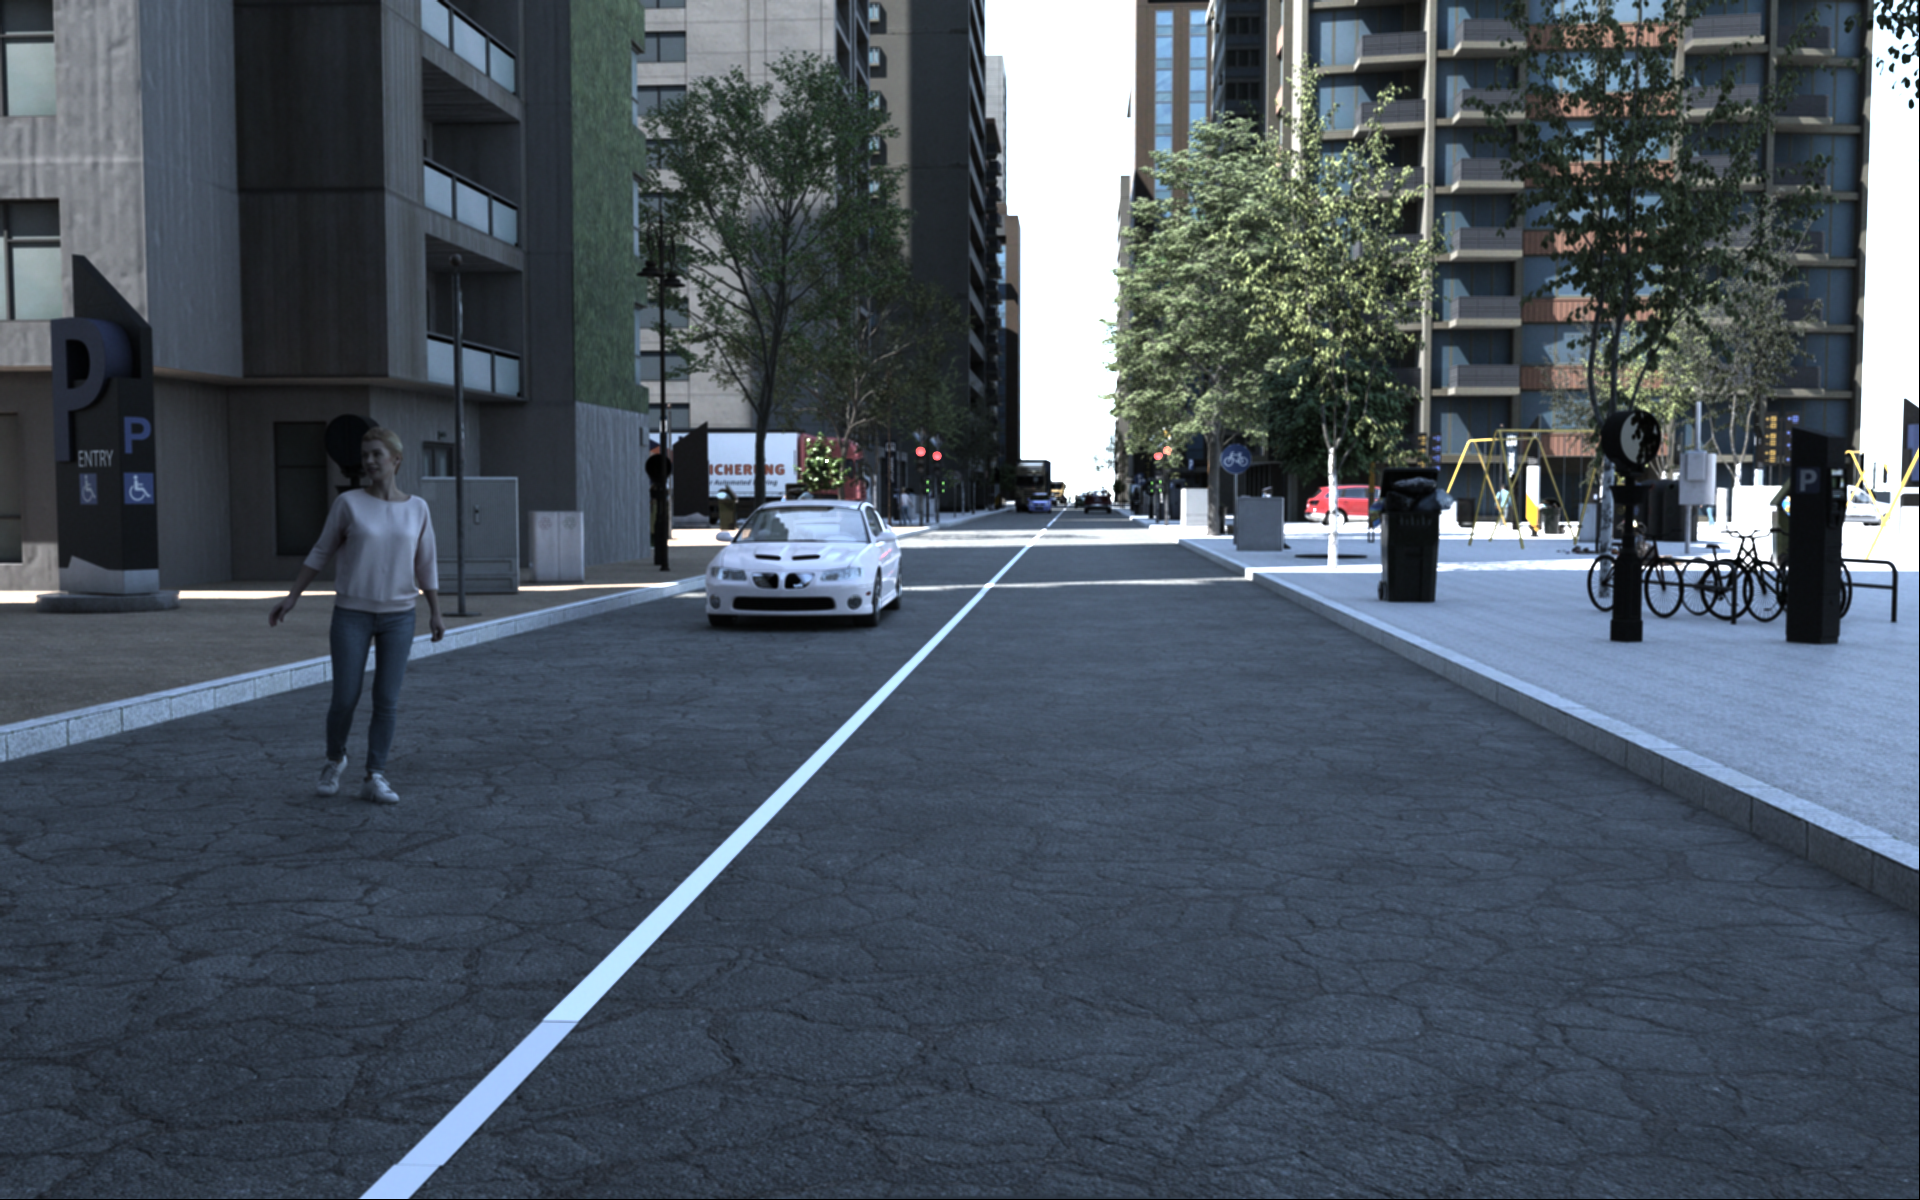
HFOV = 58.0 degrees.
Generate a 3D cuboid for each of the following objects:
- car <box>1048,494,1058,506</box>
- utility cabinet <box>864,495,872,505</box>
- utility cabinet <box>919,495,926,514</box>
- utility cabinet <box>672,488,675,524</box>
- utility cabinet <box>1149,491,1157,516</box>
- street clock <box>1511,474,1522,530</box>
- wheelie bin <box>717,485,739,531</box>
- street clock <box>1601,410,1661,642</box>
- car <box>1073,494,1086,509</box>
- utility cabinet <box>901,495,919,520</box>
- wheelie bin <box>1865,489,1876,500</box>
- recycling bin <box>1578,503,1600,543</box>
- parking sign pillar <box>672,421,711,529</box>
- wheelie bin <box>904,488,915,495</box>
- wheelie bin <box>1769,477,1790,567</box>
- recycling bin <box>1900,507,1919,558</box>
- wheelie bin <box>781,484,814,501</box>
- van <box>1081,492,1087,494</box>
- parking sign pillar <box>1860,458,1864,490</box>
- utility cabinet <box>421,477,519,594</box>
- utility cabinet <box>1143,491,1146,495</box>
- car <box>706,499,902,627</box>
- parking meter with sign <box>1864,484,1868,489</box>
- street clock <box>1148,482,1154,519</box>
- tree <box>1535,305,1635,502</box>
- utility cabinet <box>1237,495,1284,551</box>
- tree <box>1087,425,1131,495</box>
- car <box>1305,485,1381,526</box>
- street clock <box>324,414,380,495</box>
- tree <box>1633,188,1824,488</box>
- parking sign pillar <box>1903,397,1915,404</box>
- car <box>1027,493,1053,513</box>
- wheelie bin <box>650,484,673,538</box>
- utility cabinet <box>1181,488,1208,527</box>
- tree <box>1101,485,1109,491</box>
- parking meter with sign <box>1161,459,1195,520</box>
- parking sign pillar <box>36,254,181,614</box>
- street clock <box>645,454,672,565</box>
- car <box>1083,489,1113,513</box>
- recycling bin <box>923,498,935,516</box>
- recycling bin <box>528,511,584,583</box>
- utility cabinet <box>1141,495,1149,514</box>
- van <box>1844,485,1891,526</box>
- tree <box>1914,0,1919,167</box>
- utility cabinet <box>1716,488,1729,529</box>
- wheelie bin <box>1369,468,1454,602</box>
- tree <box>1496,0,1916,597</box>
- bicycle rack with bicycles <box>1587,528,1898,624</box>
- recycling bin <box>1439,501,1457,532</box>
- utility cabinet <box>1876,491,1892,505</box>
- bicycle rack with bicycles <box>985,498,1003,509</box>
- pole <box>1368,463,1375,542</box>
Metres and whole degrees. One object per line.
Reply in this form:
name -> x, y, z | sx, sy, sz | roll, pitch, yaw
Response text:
car -> 10.534, -11.877, 203.975 | 2.009, 1.686, 4.222 | 0, 4, 2
utility cabinet -> -4.937, -4.663, 87.395 | 1.020, 1.237, 0.306 | -3, 4, -37
utility cabinet -> -2.733, -6.186, 112.298 | 1.020, 1.237, 0.306 | 0, 4, -3
utility cabinet -> -10.925, -3.633, 68.075 | 0.318, 1.500, 1.173 | 1, 4, 18
utility cabinet -> 11.367, -5.685, 101.635 | 0.318, 1.500, 1.173 | 0, 4, -8
street clock -> 19.607, -3.457, 61.095 | 0.358, 2.002, 0.471 | 0, 4, -2
wheelie bin -> -8.180, -3.246, 60.983 | 0.693, 1.594, 0.980 | 0, 4, 2
street clock -> 5.814, -0.641, 15.054 | 0.471, 2.002, 0.358 | -2, 4, -23
car -> 12.270, -9.754, 171.272 | 2.131, 1.459, 4.920 | 0, 4, 4
utility cabinet -> -2.619, -4.613, 86.584 | 0.306, 1.237, 1.020 | -3, 4, -37
wheelie bin -> 57.769, -6.250, 110.092 | 0.693, 1.594, 0.980 | 1, 4, 9
recycling bin -> 16.888, -2.055, 46.147 | 0.722, 1.027, 0.722 | 2, 4, 24
parking sign pillar -> -9.994, -4.638, 64.302 | 1.447, 3.967, 1.447 | 0, 4, -1
wheelie bin -> -2.868, -5.396, 96.125 | 0.980, 1.594, 0.693 | 2, 4, 30
wheelie bin -> 14.792, -1.399, 30.783 | 0.693, 1.594, 0.980 | 1, 4, 14
recycling bin -> 19.407, -1.358, 34.765 | 0.722, 1.027, 0.722 | -2, 4, -34
wheelie bin -> -4.890, -2.702, 52.093 | 0.980, 1.594, 0.693 | 0, 4, -2
van -> 21.087, -17.483, 292.864 | 2.013, 2.044, 4.112 | 0, 4, 4
parking sign pillar -> 48.597, -6.473, 94.306 | 1.447, 3.967, 1.447 | 0, 4, -5
utility cabinet -> -6.260, -0.824, 22.150 | 1.173, 1.500, 0.318 | -1, 4, -11
utility cabinet -> 12.651, -6.853, 120.722 | 0.318, 1.500, 1.173 | -3, 5, -39
car -> -1.727, -0.484, 20.276 | 2.083, 1.381, 4.827 | 0, 4, 3
parking meter with sign -> 68.498, -8.270, 131.471 | 0.543, 3.016, 1.738 | -3, 4, -37
street clock -> 9.925, -5.218, 89.890 | 0.358, 2.002, 0.471 | 2, 4, 26
tree -> 23.965, -7.021, 65.156 | 4.360, 8.622, 3.978 | 0, 3, 0
utility cabinet -> 6.787, -1.712, 39.145 | 1.020, 1.237, 0.306 | 1, 4, 17
tree -> 20.616, -18.397, 235.196 | 7.601, 10.594, 8.767 | 1, 4, 17
car -> 16.930, -3.840, 71.452 | 5.304, 1.827, 2.281 | 0, 4, 6
street clock -> -5.522, -0.689, 15.837 | 0.471, 2.002, 0.358 | 1, 4, 9
tree -> 19.034, -5.631, 42.424 | 4.360, 8.622, 3.978 | 0, 3, 0
parking sign pillar -> 26.988, -3.659, 48.303 | 1.447, 3.967, 1.447 | 0, 4, -1
car -> 6.013, -7.387, 130.370 | 1.945, 1.707, 3.694 | 0, 4, 4
wheelie bin -> -8.663, -2.566, 49.865 | 0.693, 1.594, 0.980 | 1, 4, 22
utility cabinet -> 9.061, -3.550, 66.719 | 1.173, 1.500, 0.318 | -2, 4, -30
tree -> 25.412, -19.168, 308.002 | 1.663, 3.219, 1.824 | 0, 3, 0
parking meter with sign -> 10.756, -5.479, 85.847 | 1.738, 3.016, 0.543 | -1, 4, -22
parking sign pillar -> -9.469, -1.877, 19.158 | 1.447, 3.967, 1.447 | 2, 4, 34
street clock -> -5.427, -1.631, 31.230 | 0.471, 2.002, 0.358 | -1, 4, -12
car -> 10.380, -7.451, 130.503 | 2.281, 1.827, 5.304 | 0, 4, 4
recycling bin -> -1.907, -5.385, 100.595 | 0.722, 1.027, 0.722 | -1, 4, -18
recycling bin -> -5.894, -0.778, 25.272 | 0.722, 1.027, 0.722 | -1, 4, -19
utility cabinet -> 11.547, -5.982, 108.973 | 1.020, 1.237, 0.306 | -2, 4, -28
van -> 36.469, -3.927, 71.218 | 4.112, 2.044, 2.013 | 0, 4, 4
tree -> 8.331, -3.755, 11.755 | 4.737, 8.622, 4.395 | 0, 3, 0
utility cabinet -> 27.435, -3.279, 62.293 | 0.318, 1.500, 1.173 | 2, 4, 28
wheelie bin -> 5.413, -0.784, 20.731 | 0.980, 1.594, 0.693 | 0, 4, 4
tree -> 8.267, -4.338, 21.292 | 4.737, 8.622, 4.395 | 0, 3, 0
bicycle rack with bicycles -> 8.250, -0.276, 17.889 | 2.852, 0.926, 2.925 | -1, 4, -8
recycling bin -> 16.551, -2.859, 59.297 | 0.722, 1.027, 0.722 | 0, 4, 1
utility cabinet -> 65.958, -7.047, 123.895 | 1.173, 1.500, 0.318 | 3, 5, 42
bicycle rack with bicycles -> 2.667, -8.220, 147.786 | 2.852, 0.926, 2.925 | 0, 4, 2
pole -> 10.910, -3.182, 45.863 | 0.158, 3.312, 0.155 | 0, 3, 0
